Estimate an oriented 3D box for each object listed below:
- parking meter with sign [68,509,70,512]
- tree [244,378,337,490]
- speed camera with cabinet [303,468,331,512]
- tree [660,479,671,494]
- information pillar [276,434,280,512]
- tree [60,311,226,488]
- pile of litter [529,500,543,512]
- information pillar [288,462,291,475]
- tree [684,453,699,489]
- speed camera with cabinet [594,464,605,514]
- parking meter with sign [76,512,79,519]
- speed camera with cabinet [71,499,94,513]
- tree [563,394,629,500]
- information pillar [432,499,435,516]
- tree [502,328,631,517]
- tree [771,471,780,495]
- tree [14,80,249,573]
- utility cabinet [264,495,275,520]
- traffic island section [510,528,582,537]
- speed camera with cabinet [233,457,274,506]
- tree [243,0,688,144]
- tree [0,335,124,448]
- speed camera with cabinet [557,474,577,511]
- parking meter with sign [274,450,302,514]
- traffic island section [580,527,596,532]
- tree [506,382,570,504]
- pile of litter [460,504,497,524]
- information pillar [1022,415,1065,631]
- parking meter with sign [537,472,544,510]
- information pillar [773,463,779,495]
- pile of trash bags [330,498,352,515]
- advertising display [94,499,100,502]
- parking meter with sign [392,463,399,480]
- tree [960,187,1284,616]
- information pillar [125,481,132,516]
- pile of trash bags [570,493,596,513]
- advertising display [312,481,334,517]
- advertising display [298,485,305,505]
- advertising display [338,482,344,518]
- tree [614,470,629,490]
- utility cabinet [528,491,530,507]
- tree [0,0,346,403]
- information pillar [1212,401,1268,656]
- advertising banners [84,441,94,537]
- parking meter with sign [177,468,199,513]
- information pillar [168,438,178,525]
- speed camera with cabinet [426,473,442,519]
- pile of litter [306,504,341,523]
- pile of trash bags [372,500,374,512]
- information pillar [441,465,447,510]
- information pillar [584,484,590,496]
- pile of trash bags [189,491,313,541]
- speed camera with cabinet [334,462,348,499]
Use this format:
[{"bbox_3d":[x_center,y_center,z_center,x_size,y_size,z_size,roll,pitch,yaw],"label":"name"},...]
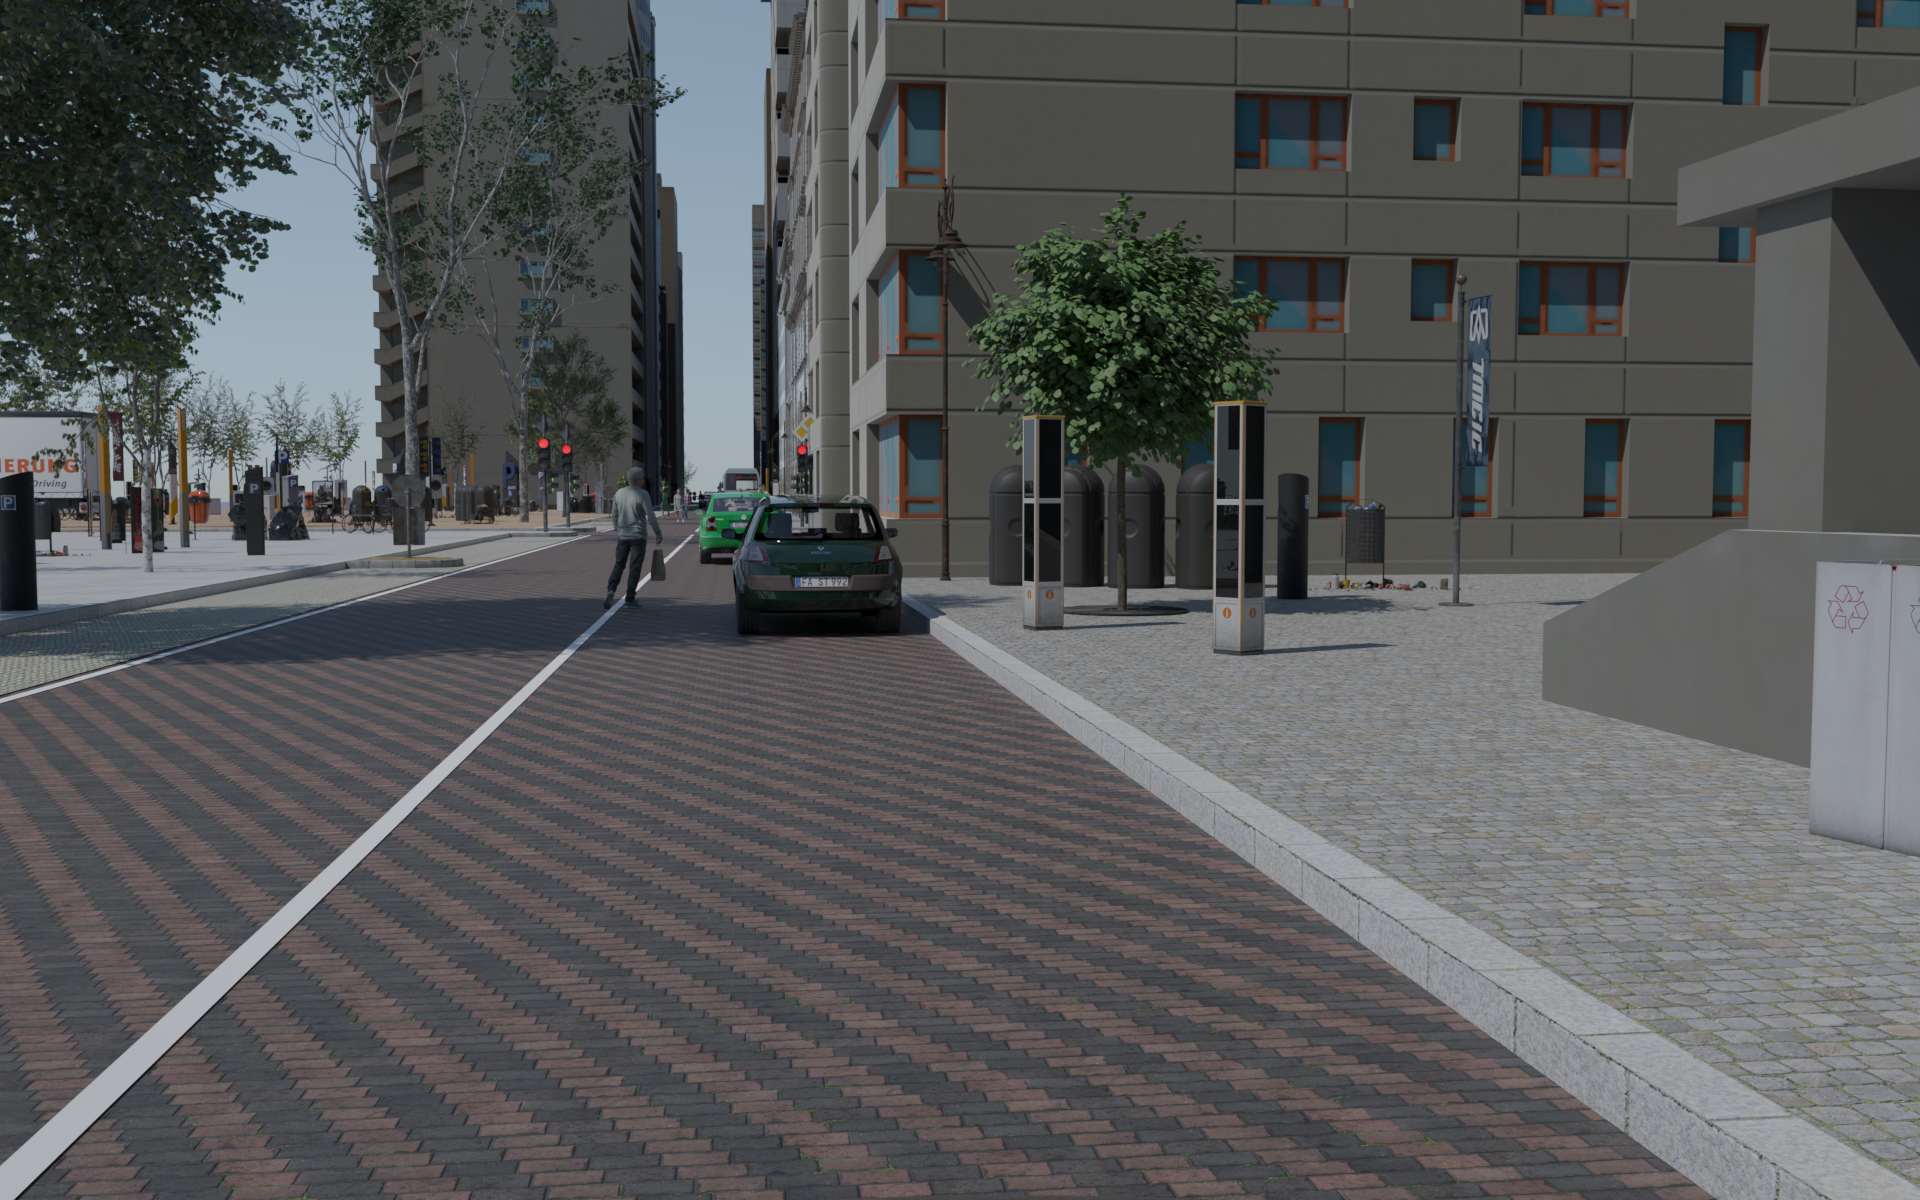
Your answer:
[{"bbox_3d":[-58.706,-7.292,115.493,0.543,3.016,1.738,1,4,15],"label":"parking meter with sign"},{"bbox_3d":[-42.649,-9.794,110.493,4.737,8.622,4.395,0,3,0],"label":"tree"},{"bbox_3d":[-47.053,-8.107,126.889,2.038,3.252,0.660,-2,4,-23],"label":"speed camera with cabinet"},{"bbox_3d":[-36.687,-13.467,214.792,1.663,3.219,1.824,0,3,0],"label":"tree"},{"bbox_3d":[-26.446,-4.636,67.153,0.183,3.616,0.504,-1,4,-18],"label":"information pillar"},{"bbox_3d":[-31.439,-7.127,66.890,4.737,8.622,4.395,0,3,0],"label":"tree"},{"bbox_3d":[-30.733,-6.824,125.542,1.176,0.858,1.719,0,4,1],"label":"pile of litter"},{"bbox_3d":[-48.938,-8.246,126.180,0.183,3.616,0.504,3,5,41],"label":"information pillar"},{"bbox_3d":[-47.368,-21.234,297.532,4.360,8.622,3.978,0,3,0],"label":"tree"},{"bbox_3d":[-23.725,-7.320,114.022,0.660,3.252,2.038,0,4,-8],"label":"speed camera with cabinet"},{"bbox_3d":[-45.324,-5.688,89.256,0.543,3.016,1.738,-2,4,-24],"label":"parking meter with sign"},{"bbox_3d":[-54.114,-6.902,107.177,0.660,3.252,2.038,1,4,12],"label":"speed camera with cabinet"},{"bbox_3d":[-25.442,-10.535,122.615,4.360,8.622,3.978,0,3,0],"label":"tree"},{"bbox_3d":[-30.616,-5.869,100.448,0.304,2.012,0.304,-2,4,-25],"label":"information pillar"},{"bbox_3d":[-21.717,-9.894,96.174,7.601,10.594,8.767,-3,5,-42],"label":"tree"},{"bbox_3d":[-15.107,-9.176,144.632,1.663,3.219,1.824,0,3,0],"label":"tree"},{"bbox_3d":[-13.485,-4.767,28.302,4.360,8.622,3.978,0,3,0],"label":"tree"},{"bbox_3d":[-34.765,-4.631,86.882,1.020,1.237,0.306,3,5,40],"label":"utility cabinet"},{"bbox_3d":[-14.026,-2.218,58.546,2.009,0.180,2.903,0,4,-7],"label":"traffic island section"},{"bbox_3d":[-37.876,-6.022,92.790,2.038,3.252,0.660,-1,4,-17],"label":"speed camera with cabinet"},{"bbox_3d":[-14.622,-11.810,48.978,12.611,20.169,13.585,0,3,0],"label":"tree"},{"bbox_3d":[-40.190,-7.689,76.077,4.737,8.622,4.395,0,3,0],"label":"tree"},{"bbox_3d":[-29.334,-8.256,129.323,0.660,3.252,2.038,1,4,18],"label":"speed camera with cabinet"},{"bbox_3d":[-26.549,-4.426,68.622,0.543,3.016,1.738,-3,5,-41],"label":"parking meter with sign"},{"bbox_3d":[-15.051,-2.702,66.465,2.009,0.180,2.903,0,4,-7],"label":"traffic island section"},{"bbox_3d":[-26.940,-9.880,111.902,4.737,8.622,4.395,0,3,0],"label":"tree"},{"bbox_3d":[-20.436,-3.668,73.942,1.719,0.858,1.176,1,4,16],"label":"pile of litter"},{"bbox_3d":[0.787,-0.726,16.357,0.304,2.012,0.304,-1,4,-23],"label":"information pillar"},{"bbox_3d":[-32.354,-8.415,133.851,0.543,3.016,1.738,-1,4,-14],"label":"parking meter with sign"},{"bbox_3d":[-13.713,-8.418,128.993,0.504,3.616,0.183,2,4,26],"label":"information pillar"},{"bbox_3d":[-36.781,-5.633,101.848,3.447,1.369,1.912,0,4,-5],"label":"pile of trash bags"},{"bbox_3d":[-63.110,-7.426,126.629,0.123,1.923,0.974,0,4,2],"label":"advertising display"},{"bbox_3d":[-31.235,-6.239,98.273,1.738,3.016,0.543,-3,5,-45],"label":"parking meter with sign"},{"bbox_3d":[1.734,-2.145,18.791,4.285,4.588,4.351,0,3,0],"label":"tree"},{"bbox_3d":[-47.749,-5.813,99.538,0.304,2.012,0.304,-2,4,-34],"label":"information pillar"},{"bbox_3d":[-25.691,-6.647,118.426,1.912,1.369,3.447,1,4,14],"label":"pile of trash bags"},{"bbox_3d":[-30.298,-4.720,82.384,0.974,1.923,0.123,0,4,-2],"label":"advertising display"},{"bbox_3d":[-48.945,-7.517,128.120,0.974,1.923,0.123,-2,4,-25],"label":"advertising display"},{"bbox_3d":[-33.343,-5.388,93.313,0.123,1.923,0.974,-1,4,-11],"label":"advertising display"},{"bbox_3d":[-27.297,-8.910,140.286,1.663,3.219,1.824,0,3,0],"label":"tree"},{"bbox_3d":[-35.179,-7.986,139.257,1.173,1.500,0.318,1,4,16],"label":"utility cabinet"},{"bbox_3d":[-10.522,-6.684,15.938,9.857,13.997,8.962,0,3,0],"label":"tree"},{"bbox_3d":[2.236,-0.572,13.849,0.304,2.012,0.304,-3,5,-41],"label":"information pillar"},{"bbox_3d":[-26.238,-3.421,52.125,0.090,3.025,2.074,-1,4,-22],"label":"advertising banners"},{"bbox_3d":[-52.409,-7.395,117.176,1.738,3.016,0.543,-2,4,-30],"label":"parking meter with sign"},{"bbox_3d":[-33.081,-4.981,72.792,0.183,3.616,0.504,1,4,9],"label":"information pillar"},{"bbox_3d":[-27.437,-5.735,88.109,2.038,3.252,0.660,-2,4,-33],"label":"speed camera with cabinet"},{"bbox_3d":[-28.524,-3.873,77.289,1.719,0.858,1.176,1,4,22],"label":"pile of litter"},{"bbox_3d":[-44.215,-7.217,127.744,3.447,1.369,1.912,0,4,6],"label":"pile of trash bags"},{"bbox_3d":[-41.280,-9.005,138.591,0.504,3.616,0.183,-1,4,-20],"label":"information pillar"},{"bbox_3d":[-27.636,-7.571,128.277,0.304,2.012,0.304,3,5,40],"label":"information pillar"},{"bbox_3d":[-19.954,-2.367,48.451,3.447,1.369,1.912,0,4,6],"label":"pile of trash bags"},{"bbox_3d":[-37.035,-6.807,105.623,2.038,3.252,0.660,-1,4,-9],"label":"speed camera with cabinet"}]
